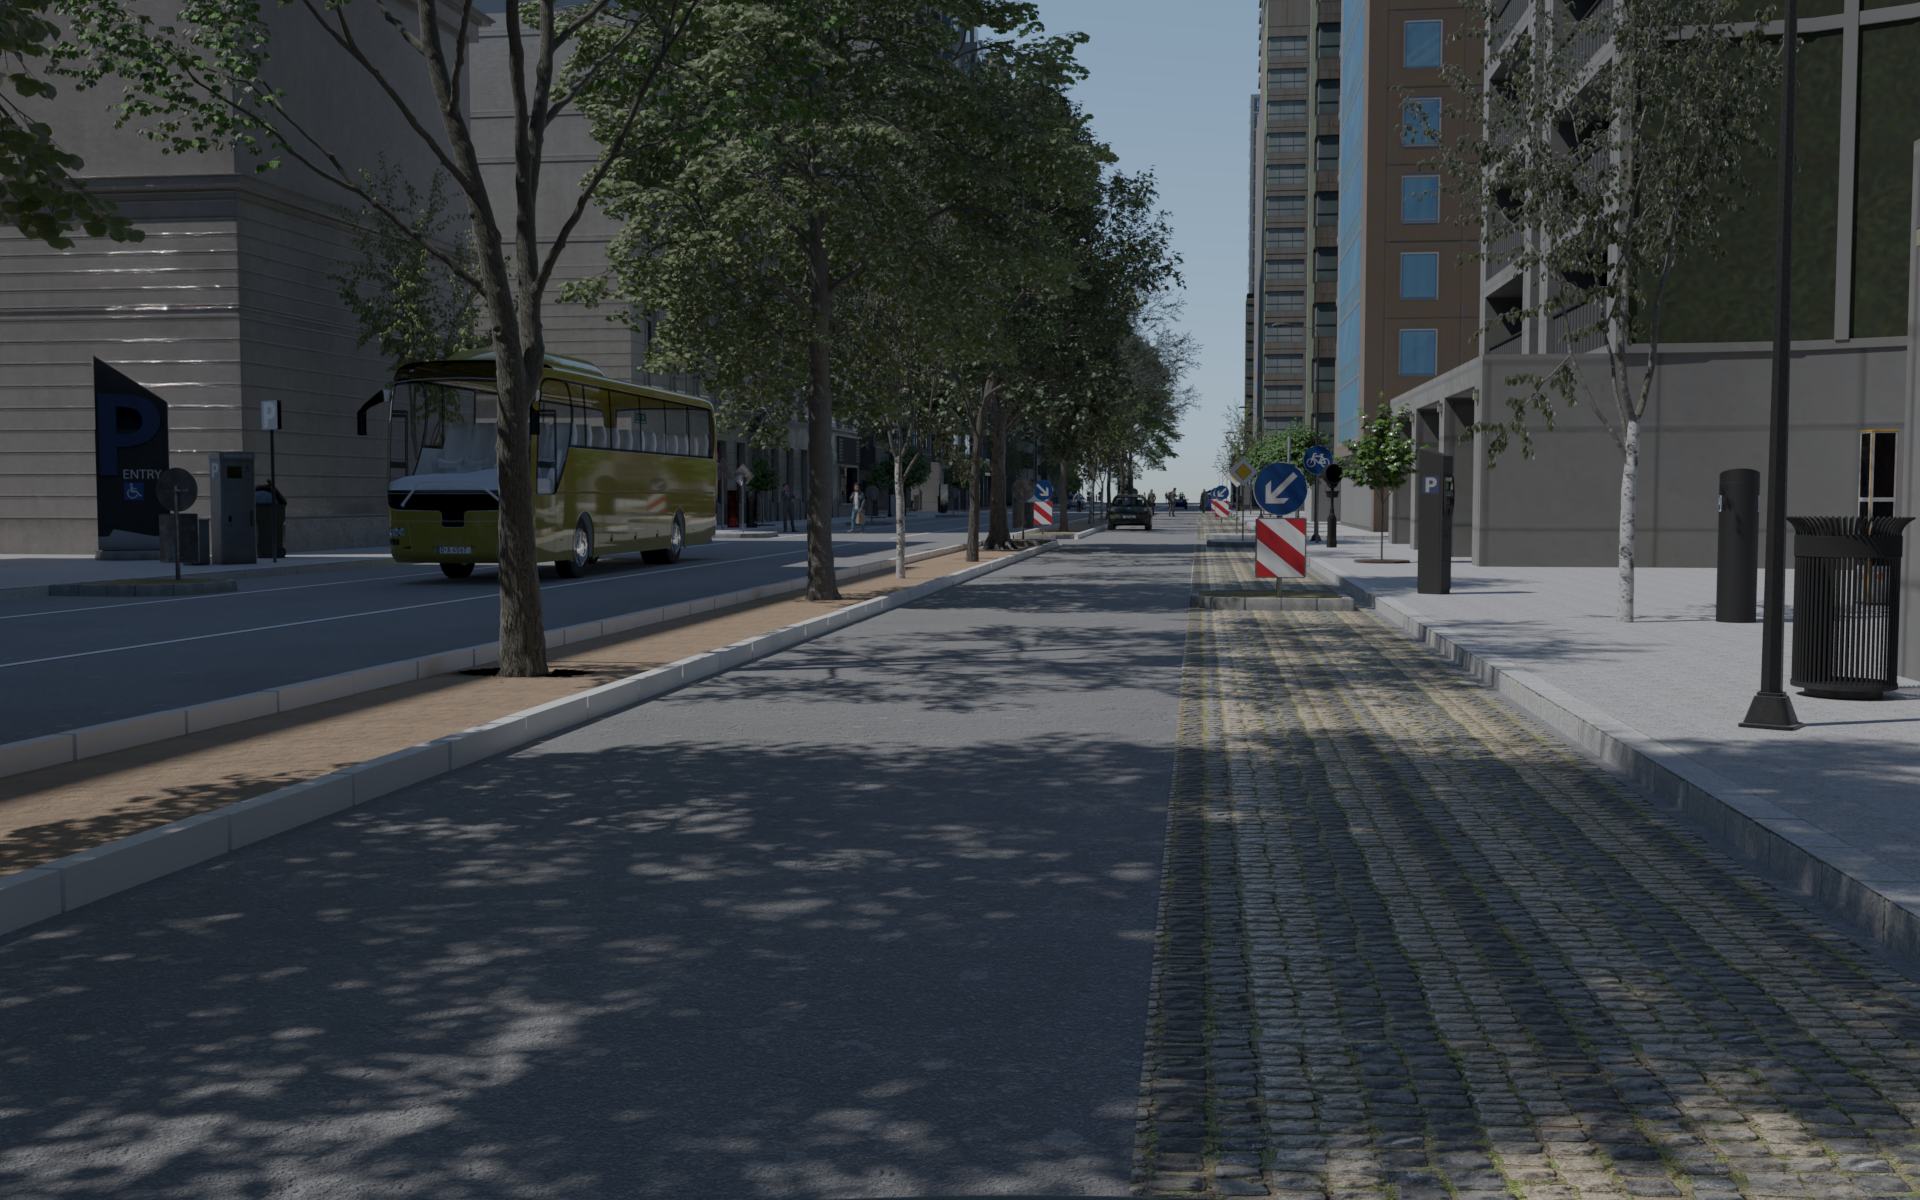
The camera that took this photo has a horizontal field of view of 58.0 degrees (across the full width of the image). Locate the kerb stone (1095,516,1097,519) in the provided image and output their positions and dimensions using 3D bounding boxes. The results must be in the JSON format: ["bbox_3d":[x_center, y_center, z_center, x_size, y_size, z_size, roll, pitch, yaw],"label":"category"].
[{"bbox_3d":[7.468,-4.614,97.627,0.120,0.150,1.000,0,4,8],"label":"kerb stone"}]

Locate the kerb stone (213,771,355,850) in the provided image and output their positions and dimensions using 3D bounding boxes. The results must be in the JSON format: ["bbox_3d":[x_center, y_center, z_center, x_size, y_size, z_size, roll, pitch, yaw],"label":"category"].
[{"bbox_3d":[-2.918,0.905,7.465,0.120,0.150,1.000,0,4,8],"label":"kerb stone"}]

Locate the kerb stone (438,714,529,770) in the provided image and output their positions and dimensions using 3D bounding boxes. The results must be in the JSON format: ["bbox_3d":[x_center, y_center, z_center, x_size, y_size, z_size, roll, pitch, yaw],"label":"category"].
[{"bbox_3d":[-2.627,0.779,9.489,0.120,0.150,1.000,0,4,8],"label":"kerb stone"}]

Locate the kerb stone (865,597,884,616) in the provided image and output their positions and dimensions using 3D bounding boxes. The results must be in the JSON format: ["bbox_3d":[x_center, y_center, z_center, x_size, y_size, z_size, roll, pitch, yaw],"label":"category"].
[{"bbox_3d":[-1.085,0.096,20.656,0.120,0.150,1.000,0,4,8],"label":"kerb stone"}]

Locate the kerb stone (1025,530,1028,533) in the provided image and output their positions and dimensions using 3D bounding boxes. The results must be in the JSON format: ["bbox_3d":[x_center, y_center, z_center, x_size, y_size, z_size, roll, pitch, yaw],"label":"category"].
[{"bbox_3d":[2.120,-2.251,59.073,0.120,0.150,1.000,0,4,8],"label":"kerb stone"}]

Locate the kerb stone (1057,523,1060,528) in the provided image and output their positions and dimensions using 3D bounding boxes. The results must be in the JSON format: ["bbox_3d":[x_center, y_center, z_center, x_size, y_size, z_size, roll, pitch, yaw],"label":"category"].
[{"bbox_3d":[3.952,-3.060,72.292,0.120,0.150,1.000,0,4,8],"label":"kerb stone"}]

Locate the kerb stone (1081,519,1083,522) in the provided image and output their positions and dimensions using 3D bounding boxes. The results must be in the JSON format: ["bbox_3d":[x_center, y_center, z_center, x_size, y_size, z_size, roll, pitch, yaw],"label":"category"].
[{"bbox_3d":[5.923,-3.932,86.476,0.120,0.150,1.000,0,4,8],"label":"kerb stone"}]

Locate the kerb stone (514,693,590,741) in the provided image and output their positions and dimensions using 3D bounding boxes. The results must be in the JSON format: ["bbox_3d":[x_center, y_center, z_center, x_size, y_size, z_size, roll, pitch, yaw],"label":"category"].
[{"bbox_3d":[-2.494,0.715,10.502,0.120,0.150,1.000,0,4,8],"label":"kerb stone"}]

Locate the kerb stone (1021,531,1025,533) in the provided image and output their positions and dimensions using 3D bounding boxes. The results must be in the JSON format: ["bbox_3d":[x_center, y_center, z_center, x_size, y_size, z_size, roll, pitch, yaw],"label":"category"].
[{"bbox_3d":[1.979,-2.190,58.057,0.120,0.150,1.000,0,4,8],"label":"kerb stone"}]

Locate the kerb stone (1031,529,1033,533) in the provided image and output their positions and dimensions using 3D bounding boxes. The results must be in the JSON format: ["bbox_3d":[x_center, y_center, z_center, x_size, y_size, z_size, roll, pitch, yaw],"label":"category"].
[{"bbox_3d":[2.394,-2.378,61.102,0.120,0.150,1.000,0,4,8],"label":"kerb stone"}]

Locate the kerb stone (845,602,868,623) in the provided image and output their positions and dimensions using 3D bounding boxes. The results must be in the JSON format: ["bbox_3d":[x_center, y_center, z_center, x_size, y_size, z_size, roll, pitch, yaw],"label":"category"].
[{"bbox_3d":[-1.226,0.156,19.642,0.120,0.150,1.000,0,4,8],"label":"kerb stone"}]

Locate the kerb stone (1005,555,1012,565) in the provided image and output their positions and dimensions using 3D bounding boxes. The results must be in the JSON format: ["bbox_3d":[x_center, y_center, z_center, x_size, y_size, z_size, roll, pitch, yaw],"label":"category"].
[{"bbox_3d":[0.876,-0.773,34.896,0.120,0.150,1.000,0,4,8],"label":"kerb stone"}]

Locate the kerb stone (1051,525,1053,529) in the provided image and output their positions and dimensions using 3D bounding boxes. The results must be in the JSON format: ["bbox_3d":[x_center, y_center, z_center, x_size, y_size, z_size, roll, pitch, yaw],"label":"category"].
[{"bbox_3d":[3.532,-2.877,69.244,0.120,0.150,1.000,0,4,8],"label":"kerb stone"}]

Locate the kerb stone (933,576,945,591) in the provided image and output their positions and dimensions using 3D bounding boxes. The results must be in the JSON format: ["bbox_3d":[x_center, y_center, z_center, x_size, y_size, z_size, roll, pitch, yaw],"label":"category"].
[{"bbox_3d":[-0.389,-0.214,25.748,0.120,0.150,1.000,0,4,8],"label":"kerb stone"}]

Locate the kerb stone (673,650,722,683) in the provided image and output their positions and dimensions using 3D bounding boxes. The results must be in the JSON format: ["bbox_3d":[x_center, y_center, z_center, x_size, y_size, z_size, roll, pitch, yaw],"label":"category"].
[{"bbox_3d":[-2.075,0.529,13.546,0.120,0.150,1.000,0,4,8],"label":"kerb stone"}]

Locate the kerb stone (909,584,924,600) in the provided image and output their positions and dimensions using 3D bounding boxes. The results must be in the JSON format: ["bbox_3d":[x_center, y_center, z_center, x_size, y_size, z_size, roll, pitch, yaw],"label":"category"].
[{"bbox_3d":[-0.662,-0.087,23.708,0.120,0.150,1.000,0,4,8],"label":"kerb stone"}]

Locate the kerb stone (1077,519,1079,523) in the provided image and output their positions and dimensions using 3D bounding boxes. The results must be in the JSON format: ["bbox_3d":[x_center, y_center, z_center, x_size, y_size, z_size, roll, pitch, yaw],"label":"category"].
[{"bbox_3d":[5.495,-3.745,83.440,0.120,0.150,1.000,0,4,8],"label":"kerb stone"}]

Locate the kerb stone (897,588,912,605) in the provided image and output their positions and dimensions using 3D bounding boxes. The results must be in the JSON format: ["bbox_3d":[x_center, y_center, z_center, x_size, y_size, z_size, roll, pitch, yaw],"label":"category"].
[{"bbox_3d":[-0.805,-0.025,22.695,0.120,0.150,1.000,0,4,8],"label":"kerb stone"}]

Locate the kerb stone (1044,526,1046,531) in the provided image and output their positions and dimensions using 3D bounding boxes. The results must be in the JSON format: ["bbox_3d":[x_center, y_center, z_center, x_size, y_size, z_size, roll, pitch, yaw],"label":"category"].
[{"bbox_3d":[3.097,-2.690,66.182,0.120,0.150,1.000,0,4,8],"label":"kerb stone"}]

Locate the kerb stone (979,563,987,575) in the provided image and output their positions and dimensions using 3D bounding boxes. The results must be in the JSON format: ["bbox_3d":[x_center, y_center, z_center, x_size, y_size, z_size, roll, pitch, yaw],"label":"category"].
[{"bbox_3d":[0.320,-0.528,30.821,0.120,0.150,1.000,0,4,8],"label":"kerb stone"}]

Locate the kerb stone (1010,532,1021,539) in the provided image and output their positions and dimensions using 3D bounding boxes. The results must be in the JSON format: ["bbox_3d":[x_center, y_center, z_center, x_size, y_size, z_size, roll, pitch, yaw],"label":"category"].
[{"bbox_3d":[1.831,-2.131,57.040,0.120,0.150,1.000,0,4,8],"label":"kerb stone"}]

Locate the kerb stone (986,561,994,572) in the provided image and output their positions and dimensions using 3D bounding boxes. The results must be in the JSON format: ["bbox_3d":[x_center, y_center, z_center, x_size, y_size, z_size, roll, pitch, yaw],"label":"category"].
[{"bbox_3d":[0.453,-0.590,31.836,0.120,0.150,1.000,0,4,8],"label":"kerb stone"}]

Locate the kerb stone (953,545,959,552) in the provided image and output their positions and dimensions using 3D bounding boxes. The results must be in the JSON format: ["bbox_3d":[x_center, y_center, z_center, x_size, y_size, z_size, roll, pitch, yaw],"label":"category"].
[{"bbox_3d":[-0.210,-1.229,42.284,0.120,0.150,1.000,0,4,8],"label":"kerb stone"}]

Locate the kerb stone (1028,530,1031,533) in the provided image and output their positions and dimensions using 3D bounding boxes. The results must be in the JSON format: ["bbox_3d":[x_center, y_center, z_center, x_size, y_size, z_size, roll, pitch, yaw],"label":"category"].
[{"bbox_3d":[2.253,-2.317,60.086,0.120,0.150,1.000,0,4,8],"label":"kerb stone"}]

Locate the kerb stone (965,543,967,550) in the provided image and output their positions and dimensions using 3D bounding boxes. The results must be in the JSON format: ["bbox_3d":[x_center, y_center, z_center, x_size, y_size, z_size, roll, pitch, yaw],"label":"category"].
[{"bbox_3d":[0.073,-1.347,44.317,0.120,0.150,1.000,0,4,8],"label":"kerb stone"}]

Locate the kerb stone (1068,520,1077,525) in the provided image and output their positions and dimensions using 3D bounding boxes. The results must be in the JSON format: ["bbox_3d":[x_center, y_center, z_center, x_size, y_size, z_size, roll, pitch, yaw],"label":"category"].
[{"bbox_3d":[5.353,-3.684,82.428,0.120,0.150,1.000,0,4,8],"label":"kerb stone"}]

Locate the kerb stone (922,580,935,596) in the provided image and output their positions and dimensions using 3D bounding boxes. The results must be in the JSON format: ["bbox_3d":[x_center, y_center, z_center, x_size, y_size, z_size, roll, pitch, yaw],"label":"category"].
[{"bbox_3d":[-0.522,-0.147,24.735,0.120,0.150,1.000,0,4,8],"label":"kerb stone"}]

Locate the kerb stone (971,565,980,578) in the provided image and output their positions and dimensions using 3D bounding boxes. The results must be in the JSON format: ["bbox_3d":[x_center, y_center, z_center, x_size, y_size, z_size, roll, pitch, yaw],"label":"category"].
[{"bbox_3d":[0.174,-0.466,29.809,0.120,0.150,1.000,0,4,8],"label":"kerb stone"}]

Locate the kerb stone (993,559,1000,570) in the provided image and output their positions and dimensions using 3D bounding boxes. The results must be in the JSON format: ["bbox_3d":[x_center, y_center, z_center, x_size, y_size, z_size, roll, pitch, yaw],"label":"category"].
[{"bbox_3d":[0.600,-0.652,32.856,0.120,0.150,1.000,0,4,8],"label":"kerb stone"}]

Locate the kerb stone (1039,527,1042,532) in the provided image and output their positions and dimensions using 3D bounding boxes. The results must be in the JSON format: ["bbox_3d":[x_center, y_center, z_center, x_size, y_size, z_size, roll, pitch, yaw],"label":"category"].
[{"bbox_3d":[2.822,-2.566,64.152,0.120,0.150,1.000,0,4,8],"label":"kerb stone"}]

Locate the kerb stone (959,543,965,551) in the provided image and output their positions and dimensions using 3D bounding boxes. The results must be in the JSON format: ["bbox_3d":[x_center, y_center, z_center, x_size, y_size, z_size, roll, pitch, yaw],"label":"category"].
[{"bbox_3d":[-0.069,-1.289,43.302,0.120,0.150,1.000,0,4,8],"label":"kerb stone"}]

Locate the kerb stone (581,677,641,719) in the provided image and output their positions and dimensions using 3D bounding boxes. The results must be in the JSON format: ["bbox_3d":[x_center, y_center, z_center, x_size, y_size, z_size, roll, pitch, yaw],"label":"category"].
[{"bbox_3d":[-2.354,0.656,11.515,0.120,0.150,1.000,0,4,8],"label":"kerb stone"}]

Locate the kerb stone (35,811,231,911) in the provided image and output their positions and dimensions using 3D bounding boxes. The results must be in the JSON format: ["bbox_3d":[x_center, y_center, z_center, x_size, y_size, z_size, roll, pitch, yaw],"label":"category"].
[{"bbox_3d":[-3.058,0.963,6.445,0.120,0.150,1.000,0,4,8],"label":"kerb stone"}]

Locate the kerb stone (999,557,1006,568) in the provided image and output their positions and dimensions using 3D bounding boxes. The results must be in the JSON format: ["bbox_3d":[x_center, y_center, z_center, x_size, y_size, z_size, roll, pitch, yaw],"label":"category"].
[{"bbox_3d":[0.742,-0.709,33.873,0.120,0.150,1.000,0,4,8],"label":"kerb stone"}]

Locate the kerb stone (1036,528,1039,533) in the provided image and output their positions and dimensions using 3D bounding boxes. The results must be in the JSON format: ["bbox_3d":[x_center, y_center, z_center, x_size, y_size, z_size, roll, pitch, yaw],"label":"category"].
[{"bbox_3d":[2.687,-2.504,63.132,0.120,0.150,1.000,0,4,8],"label":"kerb stone"}]

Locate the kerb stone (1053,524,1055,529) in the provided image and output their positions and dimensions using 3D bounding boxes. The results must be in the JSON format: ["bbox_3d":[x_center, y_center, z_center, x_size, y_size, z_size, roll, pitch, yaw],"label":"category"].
[{"bbox_3d":[3.658,-2.940,70.266,0.120,0.150,1.000,0,4,8],"label":"kerb stone"}]

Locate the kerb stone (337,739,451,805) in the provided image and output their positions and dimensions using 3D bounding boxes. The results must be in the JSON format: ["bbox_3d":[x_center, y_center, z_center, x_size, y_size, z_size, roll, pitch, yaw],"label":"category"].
[{"bbox_3d":[-2.777,0.841,8.477,0.120,0.150,1.000,0,4,8],"label":"kerb stone"}]

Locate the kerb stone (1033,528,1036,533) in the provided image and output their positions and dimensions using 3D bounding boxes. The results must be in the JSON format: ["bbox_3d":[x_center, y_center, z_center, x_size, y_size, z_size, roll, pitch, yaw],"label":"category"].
[{"bbox_3d":[2.536,-2.442,62.119,0.120,0.150,1.000,0,4,8],"label":"kerb stone"}]

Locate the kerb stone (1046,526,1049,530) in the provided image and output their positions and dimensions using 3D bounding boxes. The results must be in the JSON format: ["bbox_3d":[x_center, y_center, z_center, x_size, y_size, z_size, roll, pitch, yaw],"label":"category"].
[{"bbox_3d":[3.238,-2.753,67.211,0.120,0.150,1.000,0,4,8],"label":"kerb stone"}]

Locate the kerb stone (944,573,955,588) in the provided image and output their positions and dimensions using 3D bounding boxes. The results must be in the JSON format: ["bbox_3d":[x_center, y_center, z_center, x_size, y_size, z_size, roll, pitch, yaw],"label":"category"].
[{"bbox_3d":[-0.249,-0.280,26.767,0.120,0.150,1.000,0,4,8],"label":"kerb stone"}]

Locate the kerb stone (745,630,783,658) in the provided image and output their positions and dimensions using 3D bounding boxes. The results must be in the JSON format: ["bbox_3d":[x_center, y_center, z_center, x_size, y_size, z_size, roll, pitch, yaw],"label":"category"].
[{"bbox_3d":[-1.792,0.405,15.571,0.120,0.150,1.000,0,4,8],"label":"kerb stone"}]

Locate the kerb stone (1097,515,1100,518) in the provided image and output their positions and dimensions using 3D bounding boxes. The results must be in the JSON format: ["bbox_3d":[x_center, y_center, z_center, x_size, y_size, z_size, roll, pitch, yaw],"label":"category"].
[{"bbox_3d":[8.161,-4.920,102.695,0.120,0.150,1.000,0,4,8],"label":"kerb stone"}]

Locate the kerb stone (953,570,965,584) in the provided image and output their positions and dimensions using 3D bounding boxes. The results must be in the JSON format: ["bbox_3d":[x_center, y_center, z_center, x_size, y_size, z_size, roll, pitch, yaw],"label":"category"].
[{"bbox_3d":[-0.094,-0.342,27.782,0.120,0.150,1.000,0,4,8],"label":"kerb stone"}]

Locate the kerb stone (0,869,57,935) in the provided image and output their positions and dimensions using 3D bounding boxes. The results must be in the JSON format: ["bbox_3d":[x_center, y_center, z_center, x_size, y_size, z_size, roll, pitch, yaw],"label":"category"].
[{"bbox_3d":[-3.201,1.027,5.432,0.120,0.150,1.000,0,4,8],"label":"kerb stone"}]

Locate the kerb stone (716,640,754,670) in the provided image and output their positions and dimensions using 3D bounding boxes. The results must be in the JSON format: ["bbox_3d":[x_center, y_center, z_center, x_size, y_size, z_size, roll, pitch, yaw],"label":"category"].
[{"bbox_3d":[-1.936,0.472,14.559,0.120,0.150,1.000,0,4,8],"label":"kerb stone"}]

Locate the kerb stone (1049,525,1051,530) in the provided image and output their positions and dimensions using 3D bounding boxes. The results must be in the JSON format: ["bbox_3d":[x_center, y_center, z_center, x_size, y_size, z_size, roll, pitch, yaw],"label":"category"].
[{"bbox_3d":[3.388,-2.815,68.224,0.120,0.150,1.000,0,4,8],"label":"kerb stone"}]

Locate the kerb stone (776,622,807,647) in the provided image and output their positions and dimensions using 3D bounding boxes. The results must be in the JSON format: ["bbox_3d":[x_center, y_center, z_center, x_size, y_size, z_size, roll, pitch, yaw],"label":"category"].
[{"bbox_3d":[-1.656,0.343,16.584,0.120,0.150,1.000,0,4,8],"label":"kerb stone"}]

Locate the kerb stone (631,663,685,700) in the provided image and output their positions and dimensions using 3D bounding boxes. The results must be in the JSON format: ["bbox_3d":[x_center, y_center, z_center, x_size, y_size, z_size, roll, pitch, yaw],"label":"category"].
[{"bbox_3d":[-2.216,0.595,12.528,0.120,0.150,1.000,0,4,8],"label":"kerb stone"}]

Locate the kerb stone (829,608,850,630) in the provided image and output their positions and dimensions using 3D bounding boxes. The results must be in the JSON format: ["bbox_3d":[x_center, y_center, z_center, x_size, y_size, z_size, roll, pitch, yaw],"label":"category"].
[{"bbox_3d":[-1.368,0.227,18.624,0.120,0.150,1.000,0,4,8],"label":"kerb stone"}]

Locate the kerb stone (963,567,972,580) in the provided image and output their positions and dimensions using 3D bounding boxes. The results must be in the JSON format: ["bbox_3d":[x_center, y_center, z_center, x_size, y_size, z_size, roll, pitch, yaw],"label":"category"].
[{"bbox_3d":[0.038,-0.404,28.795,0.120,0.150,1.000,0,4,8],"label":"kerb stone"}]

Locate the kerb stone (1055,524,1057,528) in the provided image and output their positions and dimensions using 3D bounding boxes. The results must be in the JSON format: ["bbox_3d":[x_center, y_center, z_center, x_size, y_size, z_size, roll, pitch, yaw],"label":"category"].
[{"bbox_3d":[3.806,-3.002,71.280,0.120,0.150,1.000,0,4,8],"label":"kerb stone"}]

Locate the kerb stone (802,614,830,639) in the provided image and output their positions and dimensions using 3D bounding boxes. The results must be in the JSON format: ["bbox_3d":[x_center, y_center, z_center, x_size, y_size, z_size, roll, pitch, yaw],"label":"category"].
[{"bbox_3d":[-1.511,0.282,17.608,0.120,0.150,1.000,0,4,8],"label":"kerb stone"}]

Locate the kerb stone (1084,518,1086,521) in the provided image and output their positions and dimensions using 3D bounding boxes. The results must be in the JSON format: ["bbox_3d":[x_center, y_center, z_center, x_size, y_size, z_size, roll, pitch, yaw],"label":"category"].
[{"bbox_3d":[6.199,-4.048,88.502,0.120,0.150,1.000,0,4,8],"label":"kerb stone"}]

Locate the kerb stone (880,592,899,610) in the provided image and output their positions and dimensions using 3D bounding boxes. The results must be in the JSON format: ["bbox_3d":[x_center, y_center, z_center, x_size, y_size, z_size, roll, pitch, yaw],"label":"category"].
[{"bbox_3d":[-0.941,0.032,21.677,0.120,0.150,1.000,0,4,8],"label":"kerb stone"}]
